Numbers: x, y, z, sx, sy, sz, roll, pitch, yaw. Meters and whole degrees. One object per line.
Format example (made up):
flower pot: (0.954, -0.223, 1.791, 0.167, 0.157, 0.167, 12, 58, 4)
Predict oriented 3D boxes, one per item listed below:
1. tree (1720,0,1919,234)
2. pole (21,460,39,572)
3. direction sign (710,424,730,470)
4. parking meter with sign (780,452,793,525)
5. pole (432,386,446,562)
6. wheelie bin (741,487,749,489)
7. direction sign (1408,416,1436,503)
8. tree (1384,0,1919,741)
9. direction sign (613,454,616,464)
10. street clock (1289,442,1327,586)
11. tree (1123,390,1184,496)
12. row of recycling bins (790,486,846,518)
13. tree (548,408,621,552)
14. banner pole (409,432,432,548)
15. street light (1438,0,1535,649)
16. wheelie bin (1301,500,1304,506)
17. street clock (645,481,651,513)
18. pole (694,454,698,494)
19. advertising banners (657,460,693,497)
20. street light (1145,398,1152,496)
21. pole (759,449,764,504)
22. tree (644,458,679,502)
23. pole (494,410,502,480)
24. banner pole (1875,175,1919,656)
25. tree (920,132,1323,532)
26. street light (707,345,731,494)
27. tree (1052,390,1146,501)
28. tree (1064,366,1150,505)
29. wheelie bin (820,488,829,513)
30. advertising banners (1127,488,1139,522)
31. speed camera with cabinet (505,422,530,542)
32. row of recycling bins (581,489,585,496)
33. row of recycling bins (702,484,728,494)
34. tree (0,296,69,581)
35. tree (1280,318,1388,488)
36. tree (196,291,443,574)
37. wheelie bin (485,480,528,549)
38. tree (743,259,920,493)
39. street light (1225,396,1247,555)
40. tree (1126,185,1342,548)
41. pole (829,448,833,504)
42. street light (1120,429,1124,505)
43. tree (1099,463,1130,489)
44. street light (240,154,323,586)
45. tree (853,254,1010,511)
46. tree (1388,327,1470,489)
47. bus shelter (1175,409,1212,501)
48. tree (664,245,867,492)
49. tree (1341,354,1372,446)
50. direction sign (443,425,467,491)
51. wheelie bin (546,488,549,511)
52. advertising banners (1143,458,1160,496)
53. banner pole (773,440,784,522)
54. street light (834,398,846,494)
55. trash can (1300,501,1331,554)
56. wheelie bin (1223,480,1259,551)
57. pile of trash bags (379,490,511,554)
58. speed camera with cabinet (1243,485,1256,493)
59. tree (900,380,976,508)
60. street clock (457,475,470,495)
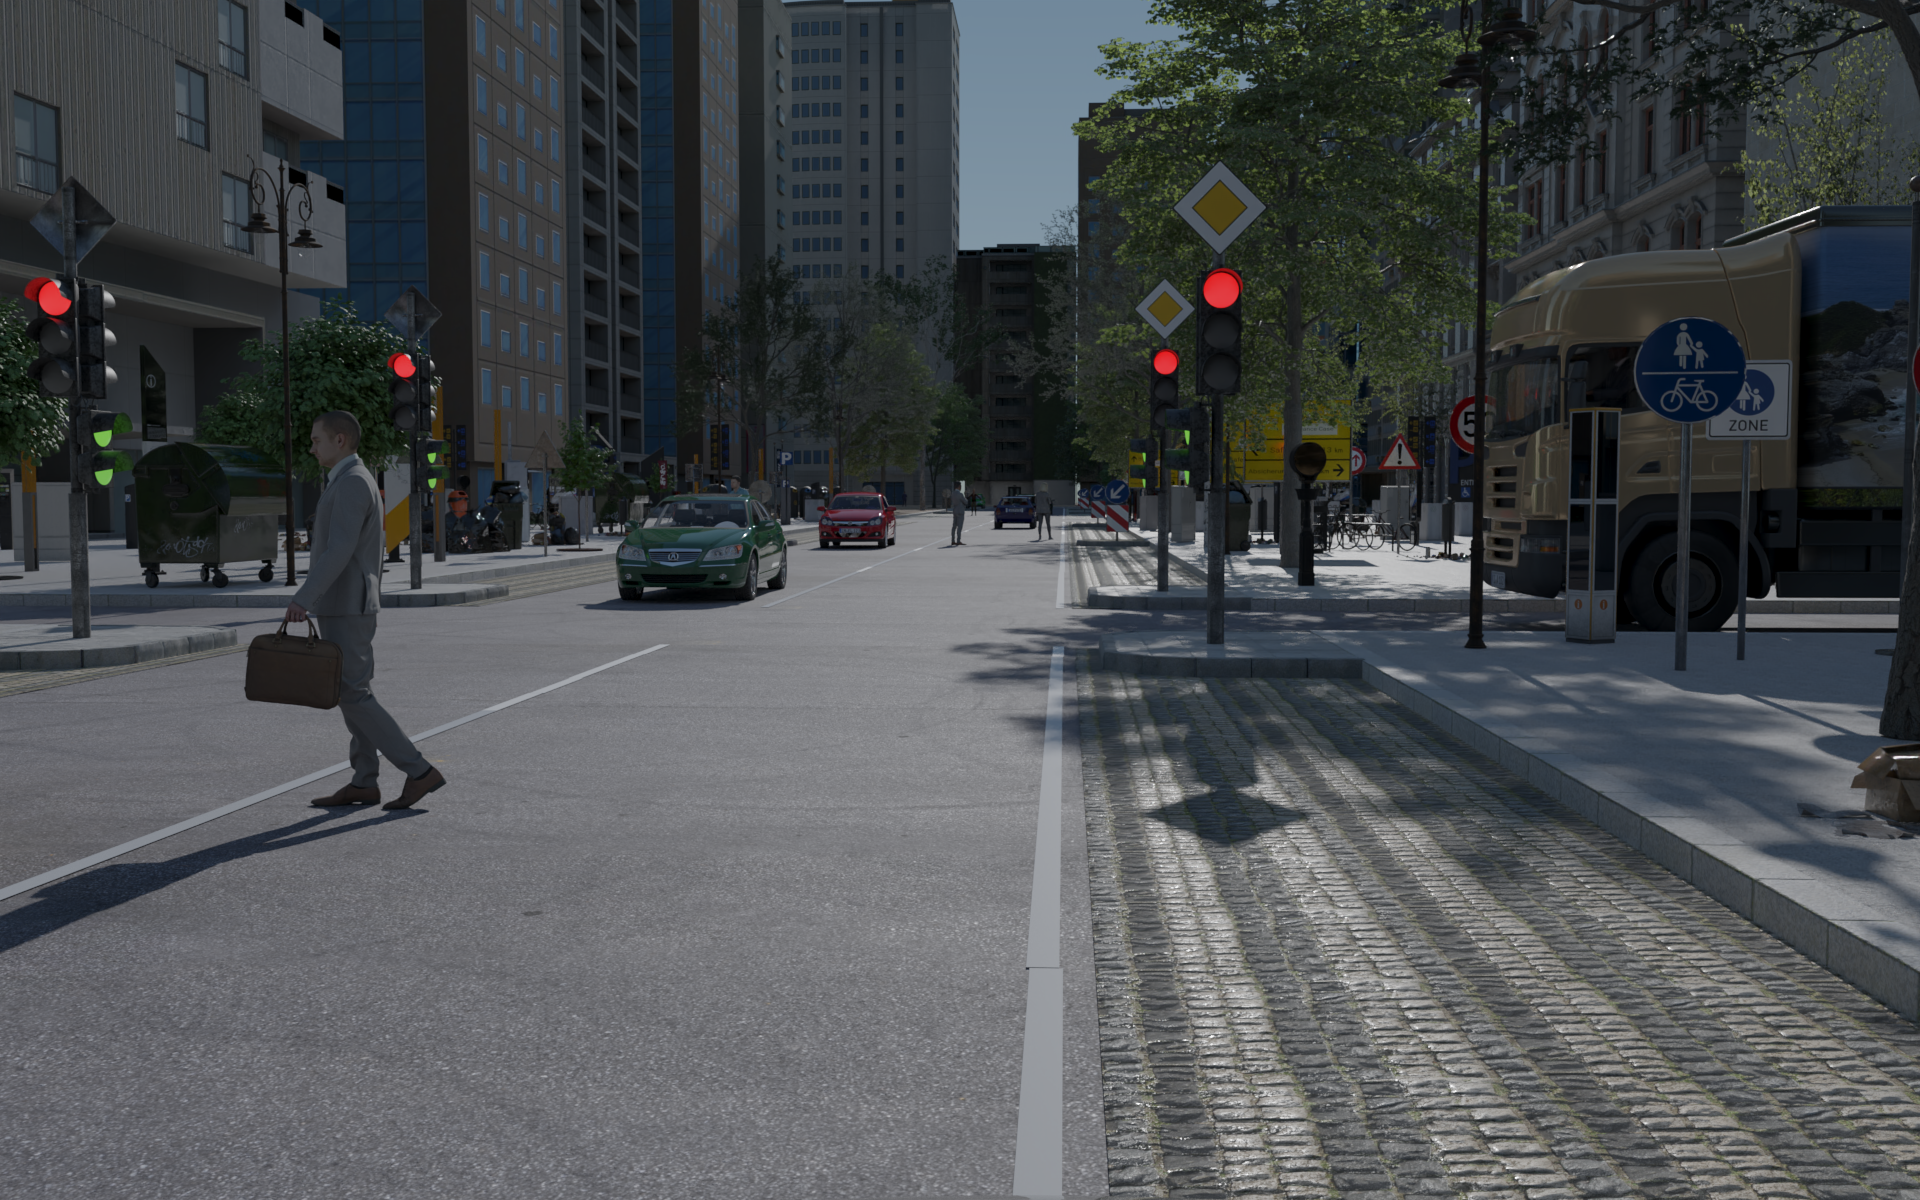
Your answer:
tree: (12.809, -4.554, 24.826, 4.360, 8.622, 3.978, 0, 3, 0)
pole: (-15.397, -2.128, 28.635, 0.158, 3.312, 0.155, 0, 3, 0)
direction sign: (-7.807, -3.937, 56.371, 0.876, 3.537, 0.379, 3, 5, 40)
parking meter with sign: (-7.261, -4.645, 72.206, 0.543, 3.016, 1.738, 0, 4, -8)
pole: (-9.867, -2.380, 32.761, 0.158, 3.312, 0.155, 0, 3, 0)
wheelie bin: (-10.259, -4.584, 82.863, 0.980, 1.594, 0.693, -3, 5, -40)
direction sign: (13.466, -3.583, 50.584, 0.876, 3.537, 0.379, -1, 4, -14)
tree: (4.929, -4.528, 8.451, 8.767, 10.594, 7.601, 0, 4, 8)
direction sign: (-19.682, -6.497, 98.217, 0.379, 3.537, 0.876, 1, 4, 14)
street clock: (4.846, -1.200, 24.184, 0.471, 2.002, 0.358, 0, 4, -5)
tree: (10.847, -9.203, 100.833, 4.360, 8.622, 3.978, 0, 3, 0)
row of recycling bins: (-7.945, -5.332, 94.287, 3.534, 1.692, 1.069, -1, 4, -19)
tree: (-8.516, -2.703, 38.790, 1.663, 3.219, 1.824, 0, 3, 0)
banner pole: (-12.607, -3.105, 40.780, 0.863, 3.779, 0.401, 1, 4, 20)
street light: (4.297, -2.536, 14.258, 0.468, 5.910, 1.993, 0, 4, 3)
wheelie bin: (16.068, -4.436, 80.439, 0.693, 1.594, 0.980, 1, 4, 17)
street clock: (-16.950, -5.475, 94.079, 0.358, 2.002, 0.471, 2, 4, 34)
pole: (-13.536, -5.814, 88.899, 0.158, 3.312, 0.155, 0, 3, 0)
advertising banners: (-14.655, -5.715, 89.623, 2.074, 3.025, 0.090, -2, 4, -30)
street light: (7.397, -5.759, 66.943, 0.468, 5.910, 1.993, 0, 4, 3)
pole: (-8.930, -5.132, 77.757, 0.158, 3.312, 0.155, 0, 3, 0)
tree: (-15.843, -5.939, 91.711, 1.663, 3.219, 1.824, 0, 3, 0)
pole: (-11.167, -2.938, 41.881, 0.158, 3.312, 0.155, 0, 3, 0)
banner pole: (7.703, -1.440, 13.567, 0.863, 3.779, 0.401, 3, 5, 43)
tree: (7.063, -9.045, 58.263, 12.009, 13.543, 11.850, 0, 3, 0)
street light: (-7.492, -4.962, 53.919, 0.468, 5.910, 1.993, 0, 4, 3)
tree: (13.370, -15.261, 166.531, 9.611, 12.733, 9.660, 0, 3, 0)
tree: (11.591, -12.540, 130.778, 9.928, 11.665, 9.643, 0, 3, 0)
wheelie bin: (-7.242, -5.026, 90.090, 0.693, 1.594, 0.980, 2, 4, 25)
advertising banners: (8.100, -5.138, 80.196, 0.090, 3.025, 2.074, 2, 4, 25)
speed camera with cabinet: (-11.962, -3.211, 46.831, 0.660, 3.252, 2.038, -1, 4, -15)
row of recycling bins: (-16.222, -4.447, 79.828, 1.069, 1.692, 3.534, 1, 4, 22)
row of recycling bins: (-10.176, -3.979, 72.174, 1.069, 1.692, 3.534, -1, 4, -12)
tree: (-14.903, -2.582, 25.936, 4.285, 4.588, 4.351, 0, 3, 0)
tree: (14.759, -7.397, 71.297, 4.360, 8.622, 3.978, 0, 3, 0)
tree: (-10.143, -2.715, 28.111, 4.285, 4.588, 4.351, 0, 3, 0)
wheelie bin: (-10.494, -1.976, 40.220, 0.980, 1.594, 0.693, -2, 4, -34)
tree: (-6.227, -11.055, 91.112, 12.009, 13.543, 11.850, 0, 3, 0)
street light: (5.648, -3.895, 36.471, 0.468, 5.910, 1.993, 0, 4, 3)
tree: (6.156, -5.560, 41.276, 4.737, 8.622, 4.395, 0, 3, 0)
pole: (-5.669, -5.041, 76.258, 0.158, 3.312, 0.155, 0, 3, 0)
street light: (9.075, -7.568, 96.531, 0.468, 5.910, 1.993, 0, 4, 3)
tree: (13.716, -10.167, 149.949, 4.285, 4.588, 4.351, 0, 3, 0)
street light: (-9.349, -3.134, 24.034, 0.468, 5.910, 1.993, 0, 4, 3)
tree: (-1.647, -17.058, 134.780, 12.611, 20.169, 13.585, 0, 3, 0)
tree: (19.945, -7.666, 75.695, 4.360, 8.622, 3.978, 0, 3, 0)
bus shelter: (9.824, -5.669, 70.316, 2.179, 5.291, 8.768, 0, 4, 4)
tree: (-7.667, -7.984, 64.958, 7.601, 10.594, 8.767, 2, 4, 25)
tree: (18.829, -8.444, 88.414, 4.737, 8.622, 4.395, 0, 3, 0)
direction sign: (-16.558, -3.962, 56.776, 0.876, 3.537, 0.379, 1, 4, 17)
wheelie bin: (-19.279, -4.537, 82.083, 0.693, 1.594, 0.980, 2, 4, 26)
advertising banners: (7.875, -4.502, 69.787, 0.090, 3.025, 2.074, -1, 4, -23)
banner pole: (-8.842, -5.741, 83.876, 0.401, 3.779, 0.863, 2, 4, 27)
street light: (-5.785, -6.772, 83.505, 0.468, 5.910, 1.993, 0, 4, 3)
trash can: (7.642, -1.577, 37.445, 0.748, 1.137, 0.748, 0, 3, 0)
wheelie bin: (6.168, -1.899, 38.956, 0.693, 1.594, 0.980, -1, 4, -11)
pile of trash bags: (-11.659, -1.755, 38.440, 3.447, 1.369, 1.912, 2, 4, 24)
speed camera with cabinet: (12.498, -4.952, 75.305, 0.660, 3.252, 2.038, 1, 4, 23)
tree: (-2.414, -14.221, 158.262, 9.928, 11.665, 9.643, 0, 3, 0)
street clock: (-19.216, -3.823, 67.081, 0.358, 2.002, 0.471, 3, 5, 45)
